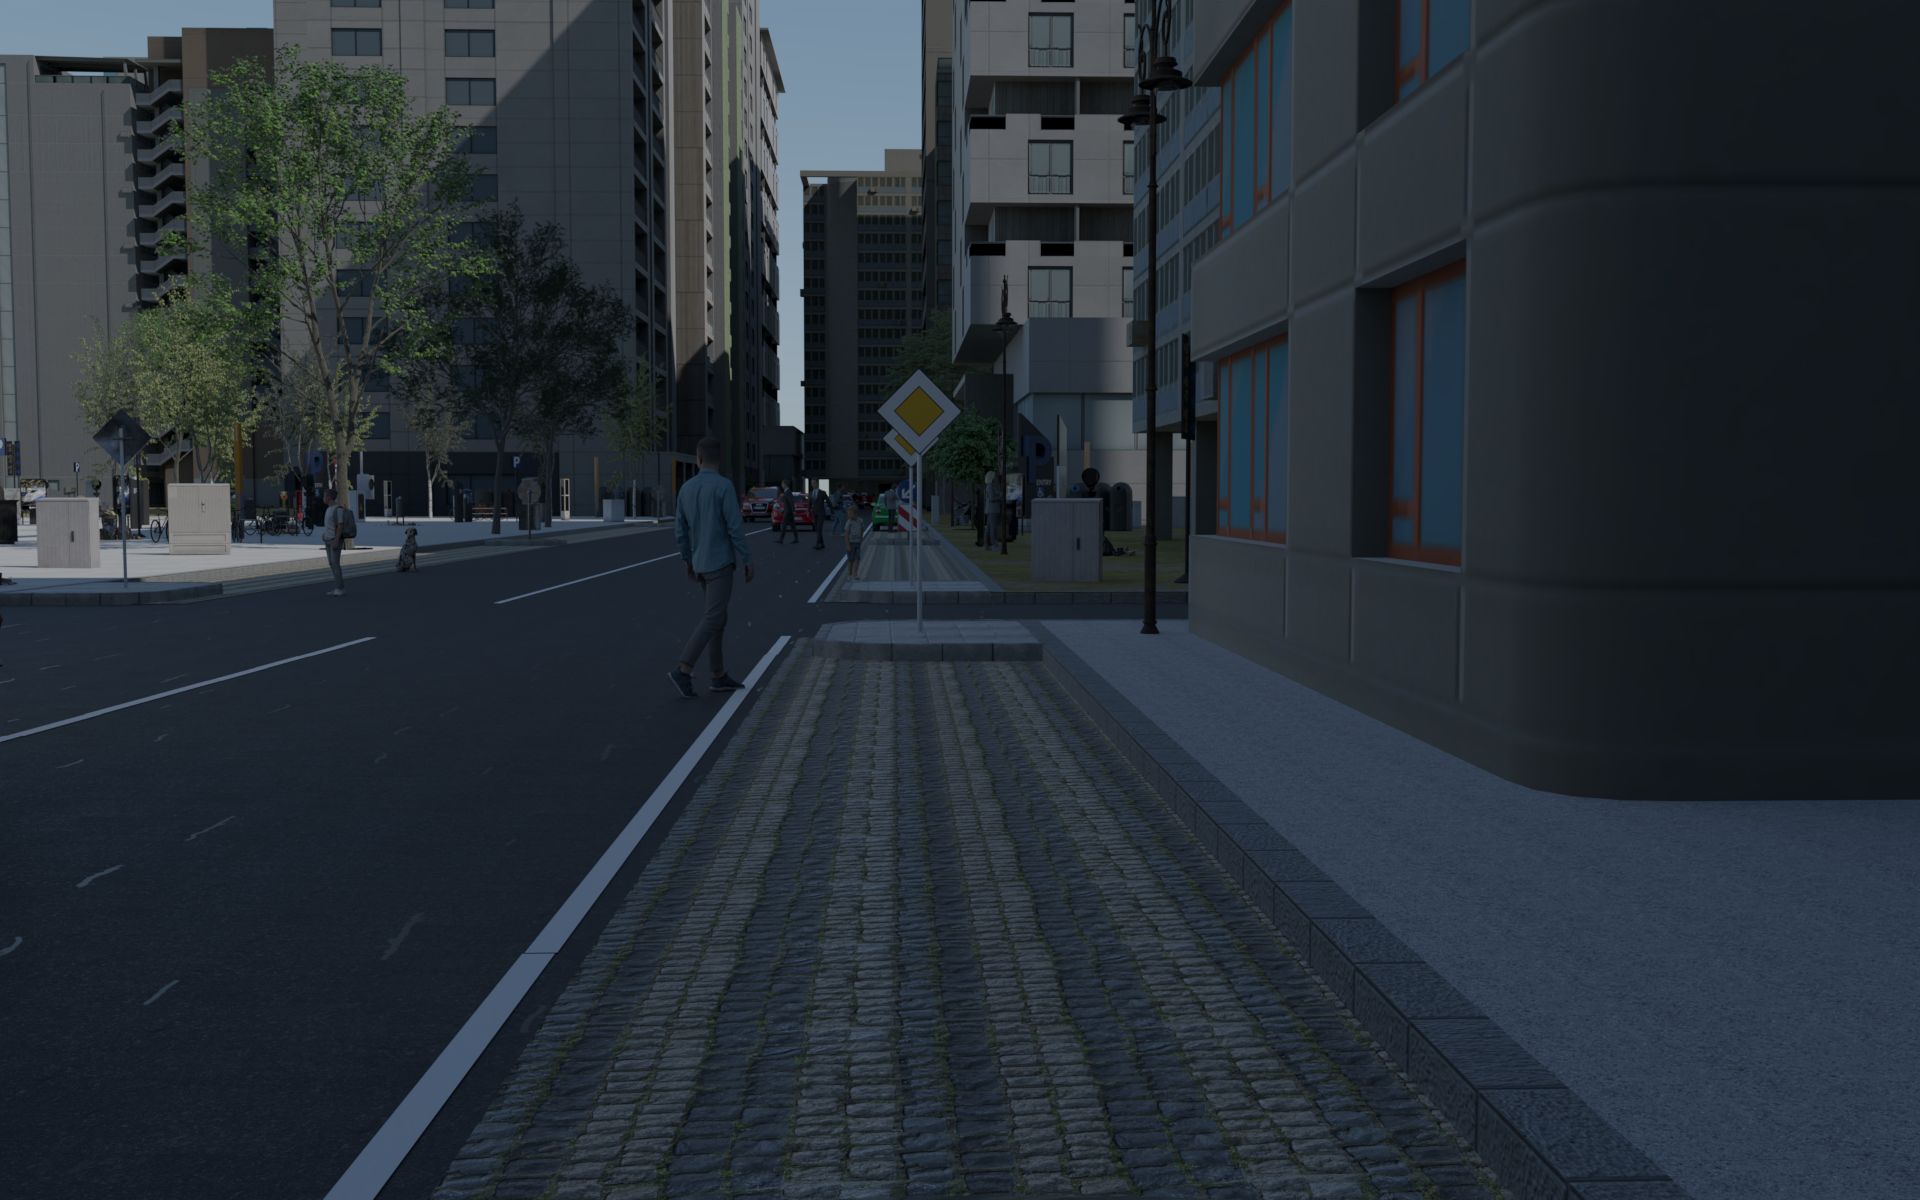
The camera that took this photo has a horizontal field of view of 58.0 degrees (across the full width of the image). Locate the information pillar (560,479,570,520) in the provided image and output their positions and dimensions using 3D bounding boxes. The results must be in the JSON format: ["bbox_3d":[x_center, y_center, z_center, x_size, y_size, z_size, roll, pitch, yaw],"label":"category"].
[{"bbox_3d":[-19.198,-4.873,84.172,0.304,2.012,0.304,3,4,37],"label":"information pillar"}]

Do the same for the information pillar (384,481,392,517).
[{"bbox_3d":[-31.790,-5.612,96.253,0.304,2.012,0.304,3,5,40],"label":"information pillar"}]

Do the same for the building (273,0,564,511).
[{"bbox_3d":[-50.317,-44.311,162.732,20.611,71.187,20.563,0,4,-2],"label":"building"}]

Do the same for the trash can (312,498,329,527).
[{"bbox_3d":[-25.139,-3.458,68.191,0.748,1.137,0.748,0,3,0],"label":"trash can"}]

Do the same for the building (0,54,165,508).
[{"bbox_3d":[-82.581,-29.451,165.124,14.086,41.232,14.154,0,4,-2],"label":"building"}]

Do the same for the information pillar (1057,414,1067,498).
[{"bbox_3d":[2.994,-3.654,51.104,0.183,3.616,0.504,2,4,31],"label":"information pillar"}]

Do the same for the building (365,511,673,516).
[{"bbox_3d":[-27.121,-40.963,108.001,20.563,71.187,20.611,0,4,-2],"label":"building"}]

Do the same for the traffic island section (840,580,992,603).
[{"bbox_3d":[-0.636,-0.114,24.149,2.009,0.180,2.903,0,4,-2],"label":"traffic island section"}]

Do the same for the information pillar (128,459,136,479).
[{"bbox_3d":[-39.238,-5.554,82.157,0.504,3.616,0.183,2,4,31],"label":"information pillar"}]

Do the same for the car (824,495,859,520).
[{"bbox_3d":[-6.583,-5.122,95.739,2.014,1.417,4.499,0,4,-3],"label":"car"}]

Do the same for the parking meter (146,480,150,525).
[{"bbox_3d":[-33.633,-4.017,71.384,0.399,1.863,0.255,3,4,37],"label":"parking meter"}]

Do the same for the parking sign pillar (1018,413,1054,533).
[{"bbox_3d":[2.547,-4.246,57.891,1.447,3.967,1.447,-3,5,-42],"label":"parking sign pillar"}]

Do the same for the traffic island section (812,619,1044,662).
[{"bbox_3d":[-0.335,0.374,16.169,2.009,0.180,2.903,0,4,-2],"label":"traffic island section"}]

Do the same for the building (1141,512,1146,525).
[{"bbox_3d":[13.430,-30.337,85.247,28.713,52.752,27.495,0,4,-2],"label":"building"}]

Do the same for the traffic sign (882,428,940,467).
[{"bbox_3d":[-0.659,-1.338,24.065,0.795,2.593,0.064,0,4,-2],"label":"traffic sign"}]

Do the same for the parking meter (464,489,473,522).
[{"bbox_3d":[-22.493,-4.329,79.196,0.372,1.533,0.369,0,3,0],"label":"parking meter"}]

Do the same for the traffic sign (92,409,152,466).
[{"bbox_3d":[-11.446,-1.314,23.680,0.795,2.593,0.064,0,4,-2],"label":"traffic sign"}]

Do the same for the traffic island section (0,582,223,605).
[{"bbox_3d":[-11.470,-0.090,23.746,2.009,0.180,2.903,0,4,-2],"label":"traffic island section"}]

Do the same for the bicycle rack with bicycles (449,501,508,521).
[{"bbox_3d":[-23.106,-4.284,83.429,2.925,0.926,2.852,-2,4,-26],"label":"bicycle rack with bicycles"}]

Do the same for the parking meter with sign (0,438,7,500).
[{"bbox_3d":[-30.013,-3.470,52.991,0.543,3.016,1.738,1,4,12],"label":"parking meter with sign"}]

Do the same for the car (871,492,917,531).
[{"bbox_3d":[-2.501,-3.583,67.386,1.959,1.807,4.718,0,4,-2],"label":"car"}]

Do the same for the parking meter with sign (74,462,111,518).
[{"bbox_3d":[-47.292,-6.007,94.480,1.738,3.016,0.543,0,4,-5],"label":"parking meter with sign"}]

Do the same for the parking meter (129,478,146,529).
[{"bbox_3d":[-30.264,-3.541,63.608,0.399,1.863,0.255,-3,4,-38],"label":"parking meter"}]

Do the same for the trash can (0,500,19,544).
[{"bbox_3d":[-24.420,-1.993,44.243,0.748,1.137,0.748,0,3,0],"label":"trash can"}]

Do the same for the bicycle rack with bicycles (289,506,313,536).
[{"bbox_3d":[-21.373,-2.409,52.774,2.852,0.926,2.925,-3,5,-42],"label":"bicycle rack with bicycles"}]

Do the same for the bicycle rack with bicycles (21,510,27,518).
[{"bbox_3d":[-52.054,-4.938,94.114,2.852,0.926,2.925,-1,4,-20],"label":"bicycle rack with bicycles"}]

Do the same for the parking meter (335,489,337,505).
[{"bbox_3d":[-34.256,-5.285,94.815,0.372,1.533,0.369,0,3,0],"label":"parking meter"}]

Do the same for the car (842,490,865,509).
[{"bbox_3d":[-10.188,-9.575,165.225,2.281,1.827,5.304,0,4,-2],"label":"car"}]

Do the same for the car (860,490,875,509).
[{"bbox_3d":[-9.549,-9.979,171.827,2.281,1.827,5.304,0,4,-2],"label":"car"}]

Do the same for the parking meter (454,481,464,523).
[{"bbox_3d":[-22.595,-4.427,78.099,0.255,1.863,0.399,2,4,27],"label":"parking meter"}]

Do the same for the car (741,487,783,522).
[{"bbox_3d":[-10.060,-4.931,89.290,2.281,1.827,5.304,0,4,0],"label":"car"}]

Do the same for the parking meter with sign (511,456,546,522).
[{"bbox_3d":[-19.597,-5.062,79.026,1.738,3.016,0.543,2,4,26],"label":"parking meter with sign"}]

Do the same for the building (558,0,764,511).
[{"bbox_3d":[-29.681,-44.293,162.438,20.611,71.187,20.563,0,4,-2],"label":"building"}]

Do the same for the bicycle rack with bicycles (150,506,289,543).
[{"bbox_3d":[-19.487,-1.939,45.081,2.852,0.926,2.925,-3,5,-40],"label":"bicycle rack with bicycles"}]

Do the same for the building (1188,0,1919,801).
[{"bbox_3d":[16.488,-9.576,1.601,27.650,21.520,28.899,0,4,-2],"label":"building"}]

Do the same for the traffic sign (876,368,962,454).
[{"bbox_3d":[-0.358,-0.850,16.086,0.795,2.593,0.064,0,4,-2],"label":"traffic sign"}]

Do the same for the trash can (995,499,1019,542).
[{"bbox_3d":[1.203,-2.111,46.170,0.748,1.137,0.748,0,3,0],"label":"trash can"}]

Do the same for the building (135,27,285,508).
[{"bbox_3d":[-67.785,-31.482,164.838,14.200,45.320,14.600,0,4,-2],"label":"building"}]

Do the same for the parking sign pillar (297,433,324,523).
[{"bbox_3d":[-28.588,-5.383,76.480,1.447,3.967,1.447,0,4,7],"label":"parking sign pillar"}]

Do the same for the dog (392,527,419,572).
[{"bbox_3d":[-10.343,-0.929,32.024,0.800,0.831,0.513,-3,4,-39],"label":"dog"}]

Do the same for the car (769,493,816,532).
[{"bbox_3d":[-6.412,-3.593,67.787,2.155,1.783,4.494,0,4,-4],"label":"car"}]

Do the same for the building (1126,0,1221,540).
[{"bbox_3d":[16.808,-21.206,38.605,23.993,40.220,32.217,0,4,-2],"label":"building"}]
